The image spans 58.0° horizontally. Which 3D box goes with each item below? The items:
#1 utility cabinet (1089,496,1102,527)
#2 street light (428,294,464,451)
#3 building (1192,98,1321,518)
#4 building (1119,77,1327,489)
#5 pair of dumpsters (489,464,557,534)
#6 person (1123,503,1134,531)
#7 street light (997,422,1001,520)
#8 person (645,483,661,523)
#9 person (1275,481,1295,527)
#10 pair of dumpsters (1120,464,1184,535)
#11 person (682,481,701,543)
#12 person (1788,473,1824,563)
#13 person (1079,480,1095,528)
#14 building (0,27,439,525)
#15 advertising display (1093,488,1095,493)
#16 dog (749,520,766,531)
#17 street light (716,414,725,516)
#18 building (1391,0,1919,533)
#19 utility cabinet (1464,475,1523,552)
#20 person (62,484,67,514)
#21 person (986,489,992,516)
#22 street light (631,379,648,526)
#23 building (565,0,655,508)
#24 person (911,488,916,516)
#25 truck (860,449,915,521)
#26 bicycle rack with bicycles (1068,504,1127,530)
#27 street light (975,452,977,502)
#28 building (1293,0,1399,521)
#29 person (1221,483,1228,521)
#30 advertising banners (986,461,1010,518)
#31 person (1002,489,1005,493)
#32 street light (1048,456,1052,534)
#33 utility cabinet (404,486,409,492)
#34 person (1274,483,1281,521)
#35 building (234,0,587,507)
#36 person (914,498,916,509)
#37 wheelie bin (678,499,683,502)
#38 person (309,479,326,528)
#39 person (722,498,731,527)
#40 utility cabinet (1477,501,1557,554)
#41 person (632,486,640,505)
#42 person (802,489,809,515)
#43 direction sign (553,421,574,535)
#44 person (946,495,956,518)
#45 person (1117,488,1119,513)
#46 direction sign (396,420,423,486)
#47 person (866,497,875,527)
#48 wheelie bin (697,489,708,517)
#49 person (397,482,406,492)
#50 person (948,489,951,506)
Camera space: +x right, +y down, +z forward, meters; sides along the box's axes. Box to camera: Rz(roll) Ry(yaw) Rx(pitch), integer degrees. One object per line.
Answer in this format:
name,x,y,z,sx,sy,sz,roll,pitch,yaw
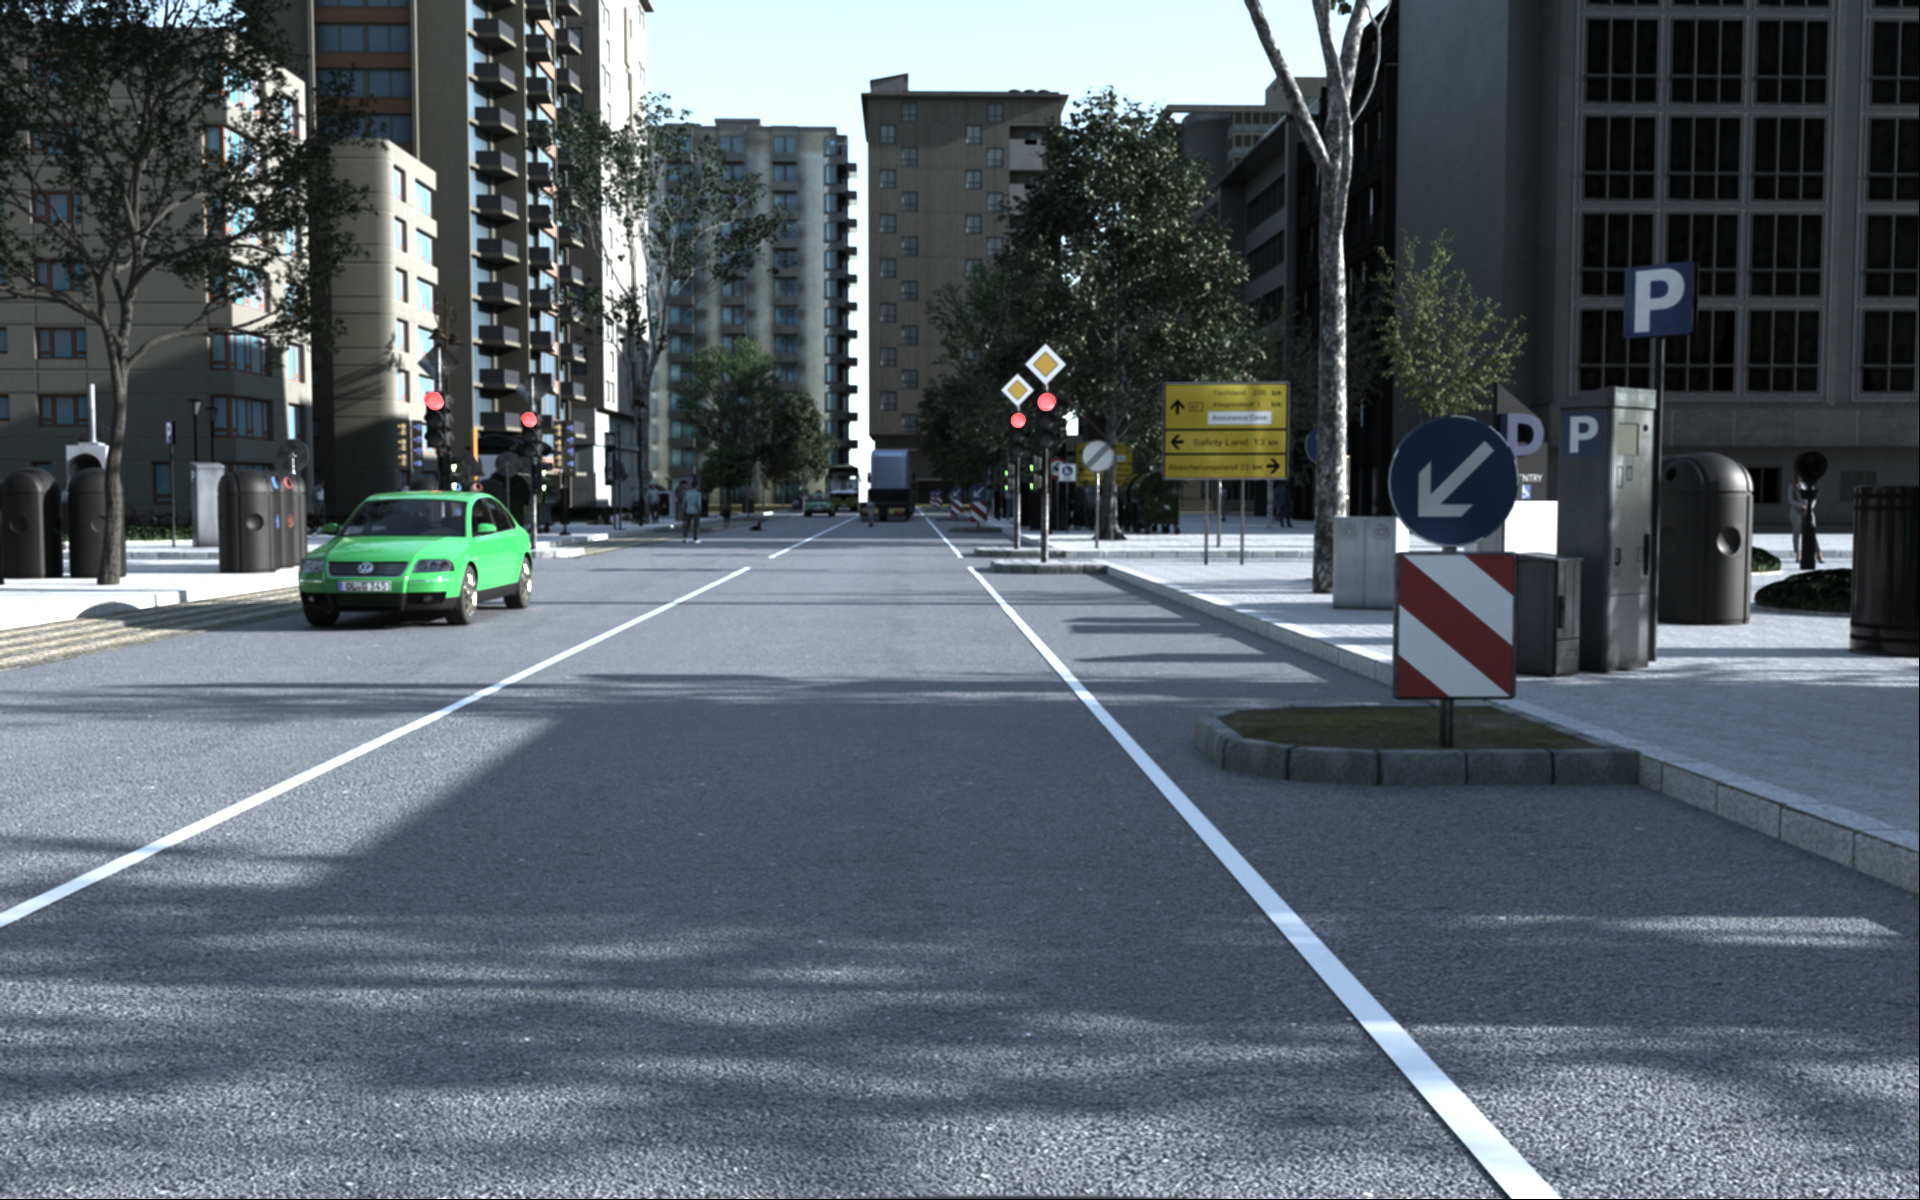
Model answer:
utility cabinet,5.619,-3.499,68.373,1.020,1.237,0.306,-1,4,-18
street light,-11.869,-4.119,40.139,0.468,5.910,1.993,0,4,-2
building,22.909,-17.246,101.040,14.314,24.678,30.058,0,4,-2
building,30.232,-28.978,165.666,32.217,40.220,23.993,0,4,-2
pair of dumpsters,-14.057,-3.232,55.334,1.574,2.255,4.437,0,4,-2
person,5.909,-3.301,59.982,0.580,1.828,0.573,3,4,36
street light,1.894,-6.854,84.853,0.468,5.910,1.993,0,4,-2
person,-13.720,-4.315,77.074,0.782,1.767,0.515,-2,4,-33
person,12.642,-3.749,67.522,0.721,1.800,0.419,3,4,37
pair of dumpsters,6.284,-3.321,56.797,1.574,2.255,4.437,0,4,-2
person,-7.889,-2.587,50.819,0.660,1.820,0.620,1,4,19
person,15.782,-1.589,32.295,0.520,1.790,0.573,-1,4,-15
person,4.858,-3.646,65.768,0.709,1.813,0.853,0,4,3
building,-41.457,-14.276,78.457,27.650,21.520,28.899,0,4,-2
advertising display,6.672,-4.920,85.653,0.974,1.923,0.123,1,4,16
dog,-7.984,-2.924,67.995,0.550,0.427,0.748,-2,4,-32
street light,-13.768,-7.764,99.731,0.468,5.910,1.993,0,4,-2
building,29.258,-16.389,61.473,24.014,27.812,14.314,0,4,-2
utility cabinet,5.599,-0.582,18.196,0.318,1.500,1.173,0,4,2
person,-32.804,-3.469,63.770,0.522,1.701,0.512,3,4,39
person,1.697,-5.884,102.582,0.444,1.785,0.601,0,4,0
street light,-12.912,-5.942,69.932,0.468,5.910,1.993,0,4,-2
building,-43.992,-34.966,160.937,27.495,52.752,28.713,0,4,-2
person,-3.206,-6.411,113.238,0.656,1.842,0.836,0,4,-3
truck,-4.105,-6.659,98.632,2.967,4.110,18.799,0,4,-1
bicycle rack with bicycles,5.194,-2.969,61.922,2.852,0.926,2.925,-1,4,-15
street light,1.073,-8.677,114.653,0.468,5.910,1.993,0,4,-2
building,23.032,-15.198,78.168,12.332,23.373,15.834,0,4,-2
person,12.330,-4.617,81.737,0.583,1.804,0.606,-3,5,-39
advertising banners,2.003,-5.869,92.141,0.090,3.025,2.074,3,4,38
person,4.330,-10.018,170.499,0.621,1.740,0.551,-2,4,-34
street light,2.856,-5.027,54.975,0.468,5.910,1.993,0,4,-2
utility cabinet,-15.392,-2.504,49.615,0.318,1.500,1.173,2,4,24
person,14.921,-4.607,81.387,0.654,1.822,0.581,-3,5,-42
building,-40.577,-29.030,129.272,22.147,44.769,28.867,0,4,-2
person,-4.400,-9.131,161.020,0.697,1.427,0.421,2,4,24
wheelie bin,-17.976,-6.376,112.148,0.980,1.594,0.693,2,4,26
person,-23.843,-3.563,64.399,0.850,1.850,0.679,0,4,-2
person,-9.970,-3.717,73.944,0.362,1.253,0.373,1,4,10
utility cabinet,4.909,-0.237,15.037,1.020,1.237,0.306,-2,4,-35
person,-18.293,-5.625,98.504,0.782,1.767,0.515,-1,4,-21
person,-10.384,-6.577,116.709,0.551,1.740,0.621,2,4,24
direction sign,-12.315,-3.787,53.916,0.379,3.537,0.876,2,4,31
person,-0.475,-5.518,99.285,0.480,1.755,0.524,3,4,36
person,10.373,-6.630,114.622,0.721,1.800,0.419,-1,4,-21
direction sign,-16.874,-3.740,53.150,0.379,3.537,0.876,3,5,40
person,-3.936,-3.879,76.203,0.425,1.301,0.394,0,4,5
wheelie bin,-14.461,-5.427,96.645,0.980,1.594,0.693,2,4,27
person,-26.490,-4.664,82.267,0.622,1.834,0.822,-3,4,-37
person,-1.005,-11.133,188.037,0.705,1.831,1.348,2,4,30
